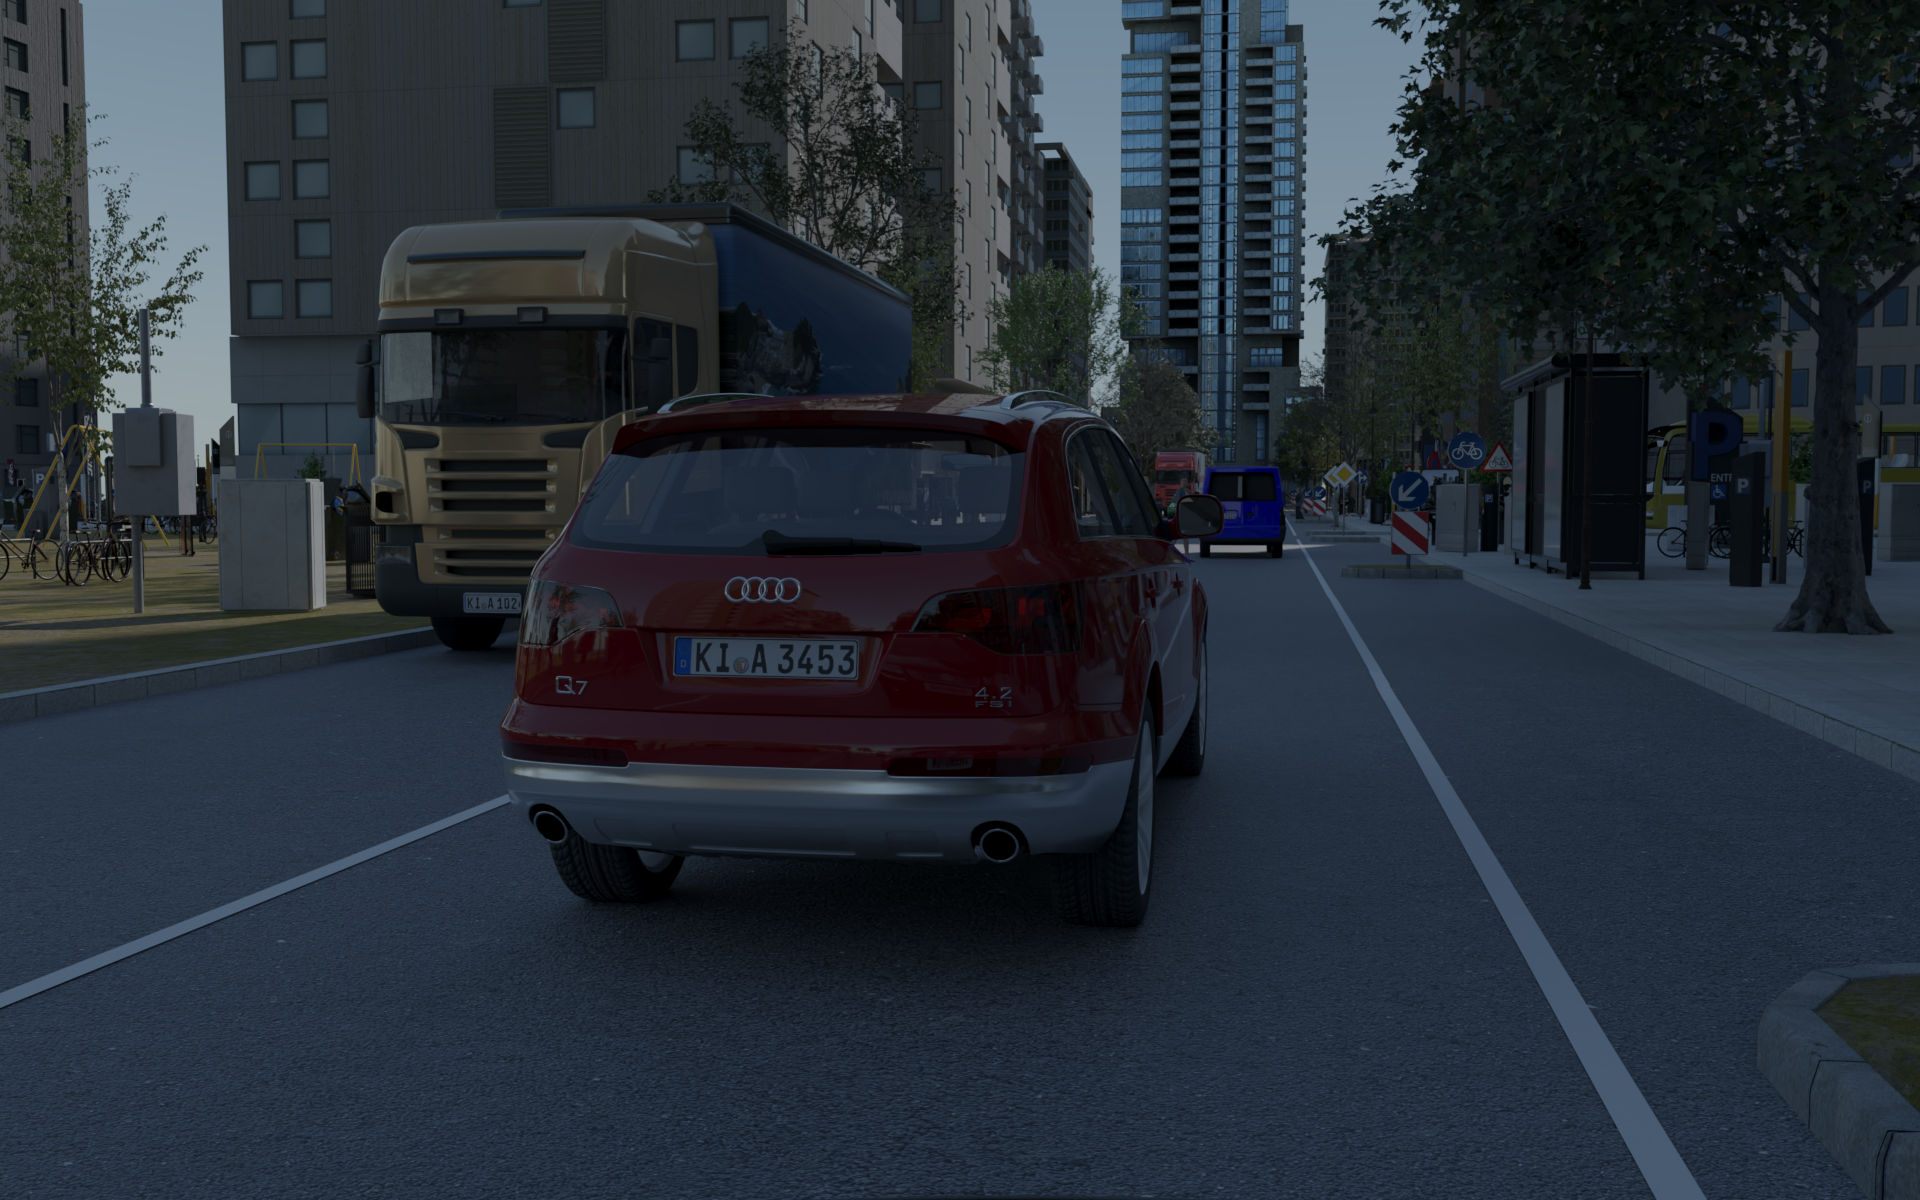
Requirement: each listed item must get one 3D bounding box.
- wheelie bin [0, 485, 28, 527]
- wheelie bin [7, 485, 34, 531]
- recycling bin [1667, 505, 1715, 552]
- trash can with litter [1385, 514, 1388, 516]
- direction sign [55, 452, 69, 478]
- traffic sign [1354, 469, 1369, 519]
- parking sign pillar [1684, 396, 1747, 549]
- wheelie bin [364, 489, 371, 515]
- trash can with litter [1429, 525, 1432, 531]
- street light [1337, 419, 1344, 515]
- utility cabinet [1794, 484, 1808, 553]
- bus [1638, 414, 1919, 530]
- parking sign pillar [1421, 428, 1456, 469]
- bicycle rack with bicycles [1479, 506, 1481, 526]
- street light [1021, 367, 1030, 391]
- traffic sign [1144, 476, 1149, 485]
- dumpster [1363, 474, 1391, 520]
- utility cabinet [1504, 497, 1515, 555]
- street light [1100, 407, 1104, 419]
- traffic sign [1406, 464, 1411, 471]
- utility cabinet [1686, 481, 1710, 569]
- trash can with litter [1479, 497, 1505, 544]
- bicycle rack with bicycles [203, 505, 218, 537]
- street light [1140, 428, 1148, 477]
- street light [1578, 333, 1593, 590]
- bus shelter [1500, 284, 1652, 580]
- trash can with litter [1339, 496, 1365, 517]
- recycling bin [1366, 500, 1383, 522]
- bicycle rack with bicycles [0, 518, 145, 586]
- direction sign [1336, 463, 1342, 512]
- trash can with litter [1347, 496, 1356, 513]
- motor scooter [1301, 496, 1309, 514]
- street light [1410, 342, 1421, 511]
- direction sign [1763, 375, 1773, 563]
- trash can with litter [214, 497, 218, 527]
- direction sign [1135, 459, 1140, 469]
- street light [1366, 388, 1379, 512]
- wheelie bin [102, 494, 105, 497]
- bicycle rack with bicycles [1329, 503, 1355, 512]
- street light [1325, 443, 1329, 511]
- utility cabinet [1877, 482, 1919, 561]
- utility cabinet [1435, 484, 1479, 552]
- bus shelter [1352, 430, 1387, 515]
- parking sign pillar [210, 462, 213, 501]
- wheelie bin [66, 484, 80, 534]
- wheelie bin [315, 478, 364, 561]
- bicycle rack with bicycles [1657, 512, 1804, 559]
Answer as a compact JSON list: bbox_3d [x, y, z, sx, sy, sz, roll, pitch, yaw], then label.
[{"bbox_3d":[-39.711,-3.948,72.454,0.980,1.594,0.693,-2,4,-25],"label":"wheelie bin"},{"bbox_3d":[-32.875,-3.237,60.837,0.693,1.594,0.980,-3,4,-38],"label":"wheelie bin"},{"bbox_3d":[16.367,-1.605,38.795,0.722,1.027,0.722,-2,4,-29],"label":"recycling bin"},{"bbox_3d":[24.615,-5.485,100.731,2.233,1.210,1.678,0,4,0],"label":"trash can with litter"},{"bbox_3d":[-43.362,-5.608,83.683,0.379,3.537,0.876,0,4,8],"label":"direction sign"},{"bbox_3d":[20.399,-5.385,88.145,0.768,2.556,0.104,1,4,17],"label":"traffic sign"},{"bbox_3d":[18.013,-3.230,41.280,1.447,3.967,1.447,0,4,3],"label":"parking sign pillar"},{"bbox_3d":[-13.574,-1.905,39.051,0.693,1.594,0.980,-1,4,-18],"label":"wheelie bin"},{"bbox_3d":[16.461,-3.013,60.318,1.678,1.210,2.233,2,4,32],"label":"trash can with litter"},{"bbox_3d":[22.946,-8.054,104.475,0.468,5.910,1.993,1,4,10],"label":"street light"},{"bbox_3d":[18.589,-1.752,37.320,1.173,1.500,0.318,-1,4,-17],"label":"utility cabinet"},{"bbox_3d":[27.192,-3.807,53.785,12.252,3.916,2.896,1,4,9],"label":"bus"},{"bbox_3d":[18.861,-4.880,68.261,1.447,3.967,1.447,0,4,5],"label":"parking sign pillar"},{"bbox_3d":[23.864,-3.890,76.987,2.852,0.926,2.925,2,4,27],"label":"bicycle rack with bicycles"},{"bbox_3d":[2.411,-5.523,63.092,0.468,5.910,1.993,1,4,10],"label":"street light"},{"bbox_3d":[12.948,-7.463,122.125,0.768,2.556,0.104,1,4,17],"label":"traffic sign"},{"bbox_3d":[20.574,-5.035,84.821,1.502,2.255,1.985,1,4,10],"label":"dumpster"},{"bbox_3d":[11.944,-1.554,36.570,1.020,1.237,0.306,-2,4,-33],"label":"utility cabinet"},{"bbox_3d":[7.523,-7.272,91.682,0.468,5.910,1.993,1,4,10],"label":"street light"},{"bbox_3d":[19.429,-4.585,74.973,0.884,2.594,0.081,1,4,11],"label":"traffic sign"},{"bbox_3d":[12.703,-1.290,29.772,0.318,1.500,1.173,2,4,26],"label":"utility cabinet"},{"bbox_3d":[13.962,-2.019,44.402,1.055,1.170,0.624,-2,4,-26],"label":"trash can with litter"},{"bbox_3d":[-17.658,-1.895,44.360,2.925,0.926,2.852,3,4,39],"label":"bicycle rack with bicycles"},{"bbox_3d":[12.753,-9.036,120.520,0.468,5.910,1.993,1,4,10],"label":"street light"},{"bbox_3d":[8.422,-3.081,23.157,0.468,5.910,1.993,1,4,10],"label":"street light"},{"bbox_3d":[10.639,-3.196,29.884,2.179,5.291,8.768,1,4,10],"label":"bus shelter"},{"bbox_3d":[22.712,-5.375,98.945,2.233,1.210,1.678,0,4,-3],"label":"trash can with litter"},{"bbox_3d":[19.099,-4.105,79.678,0.722,1.027,0.722,1,4,9],"label":"recycling bin"},{"bbox_3d":[-13.094,-0.731,25.337,2.852,0.926,2.925,1,4,9],"label":"bicycle rack with bicycles"},{"bbox_3d":[27.823,-8.242,126.752,0.379,3.537,0.876,-2,4,-33],"label":"direction sign"},{"bbox_3d":[26.456,-6.413,116.234,0.624,1.170,1.055,-3,4,-36],"label":"trash can with litter"},{"bbox_3d":[25.427,-7.003,127.272,0.815,1.314,1.986,1,4,12],"label":"motor scooter"},{"bbox_3d":[13.547,-4.832,51.796,0.468,5.910,1.993,1,4,10],"label":"street light"},{"bbox_3d":[15.031,-2.458,32.193,0.379,3.537,0.876,1,4,23],"label":"direction sign"},{"bbox_3d":[-28.991,-3.476,68.226,0.624,1.170,1.055,-2,4,-34],"label":"trash can with litter"},{"bbox_3d":[11.413,-7.439,113.627,0.876,3.537,0.379,3,4,38],"label":"direction sign"},{"bbox_3d":[17.968,-6.281,75.489,0.468,5.910,1.993,1,4,10],"label":"street light"},{"bbox_3d":[-54.003,-6.139,108.284,0.980,1.594,0.693,-1,4,-21],"label":"wheelie bin"},{"bbox_3d":[27.927,-6.781,124.246,2.925,0.926,2.852,-3,5,-44],"label":"bicycle rack with bicycles"},{"bbox_3d":[28.201,-9.795,132.941,0.468,5.910,1.993,1,4,10],"label":"street light"},{"bbox_3d":[18.106,-1.495,33.114,1.173,1.500,0.318,-1,4,-23],"label":"utility cabinet"},{"bbox_3d":[11.012,-1.818,38.402,0.318,1.500,1.173,-1,4,-19],"label":"utility cabinet"},{"bbox_3d":[25.306,-7.884,106.531,2.179,5.291,8.768,1,4,10],"label":"bus shelter"},{"bbox_3d":[-57.839,-8.872,133.524,1.447,3.967,1.447,-3,5,-42],"label":"parking sign pillar"},{"bbox_3d":[-28.815,-2.927,55.766,0.980,1.594,0.693,2,4,27],"label":"wheelie bin"},{"bbox_3d":[-12.206,-1.561,33.430,0.980,1.594,0.693,1,4,20],"label":"wheelie bin"},{"bbox_3d":[15.924,-1.318,34.926,2.925,0.926,2.852,3,5,40],"label":"bicycle rack with bicycles"}]
